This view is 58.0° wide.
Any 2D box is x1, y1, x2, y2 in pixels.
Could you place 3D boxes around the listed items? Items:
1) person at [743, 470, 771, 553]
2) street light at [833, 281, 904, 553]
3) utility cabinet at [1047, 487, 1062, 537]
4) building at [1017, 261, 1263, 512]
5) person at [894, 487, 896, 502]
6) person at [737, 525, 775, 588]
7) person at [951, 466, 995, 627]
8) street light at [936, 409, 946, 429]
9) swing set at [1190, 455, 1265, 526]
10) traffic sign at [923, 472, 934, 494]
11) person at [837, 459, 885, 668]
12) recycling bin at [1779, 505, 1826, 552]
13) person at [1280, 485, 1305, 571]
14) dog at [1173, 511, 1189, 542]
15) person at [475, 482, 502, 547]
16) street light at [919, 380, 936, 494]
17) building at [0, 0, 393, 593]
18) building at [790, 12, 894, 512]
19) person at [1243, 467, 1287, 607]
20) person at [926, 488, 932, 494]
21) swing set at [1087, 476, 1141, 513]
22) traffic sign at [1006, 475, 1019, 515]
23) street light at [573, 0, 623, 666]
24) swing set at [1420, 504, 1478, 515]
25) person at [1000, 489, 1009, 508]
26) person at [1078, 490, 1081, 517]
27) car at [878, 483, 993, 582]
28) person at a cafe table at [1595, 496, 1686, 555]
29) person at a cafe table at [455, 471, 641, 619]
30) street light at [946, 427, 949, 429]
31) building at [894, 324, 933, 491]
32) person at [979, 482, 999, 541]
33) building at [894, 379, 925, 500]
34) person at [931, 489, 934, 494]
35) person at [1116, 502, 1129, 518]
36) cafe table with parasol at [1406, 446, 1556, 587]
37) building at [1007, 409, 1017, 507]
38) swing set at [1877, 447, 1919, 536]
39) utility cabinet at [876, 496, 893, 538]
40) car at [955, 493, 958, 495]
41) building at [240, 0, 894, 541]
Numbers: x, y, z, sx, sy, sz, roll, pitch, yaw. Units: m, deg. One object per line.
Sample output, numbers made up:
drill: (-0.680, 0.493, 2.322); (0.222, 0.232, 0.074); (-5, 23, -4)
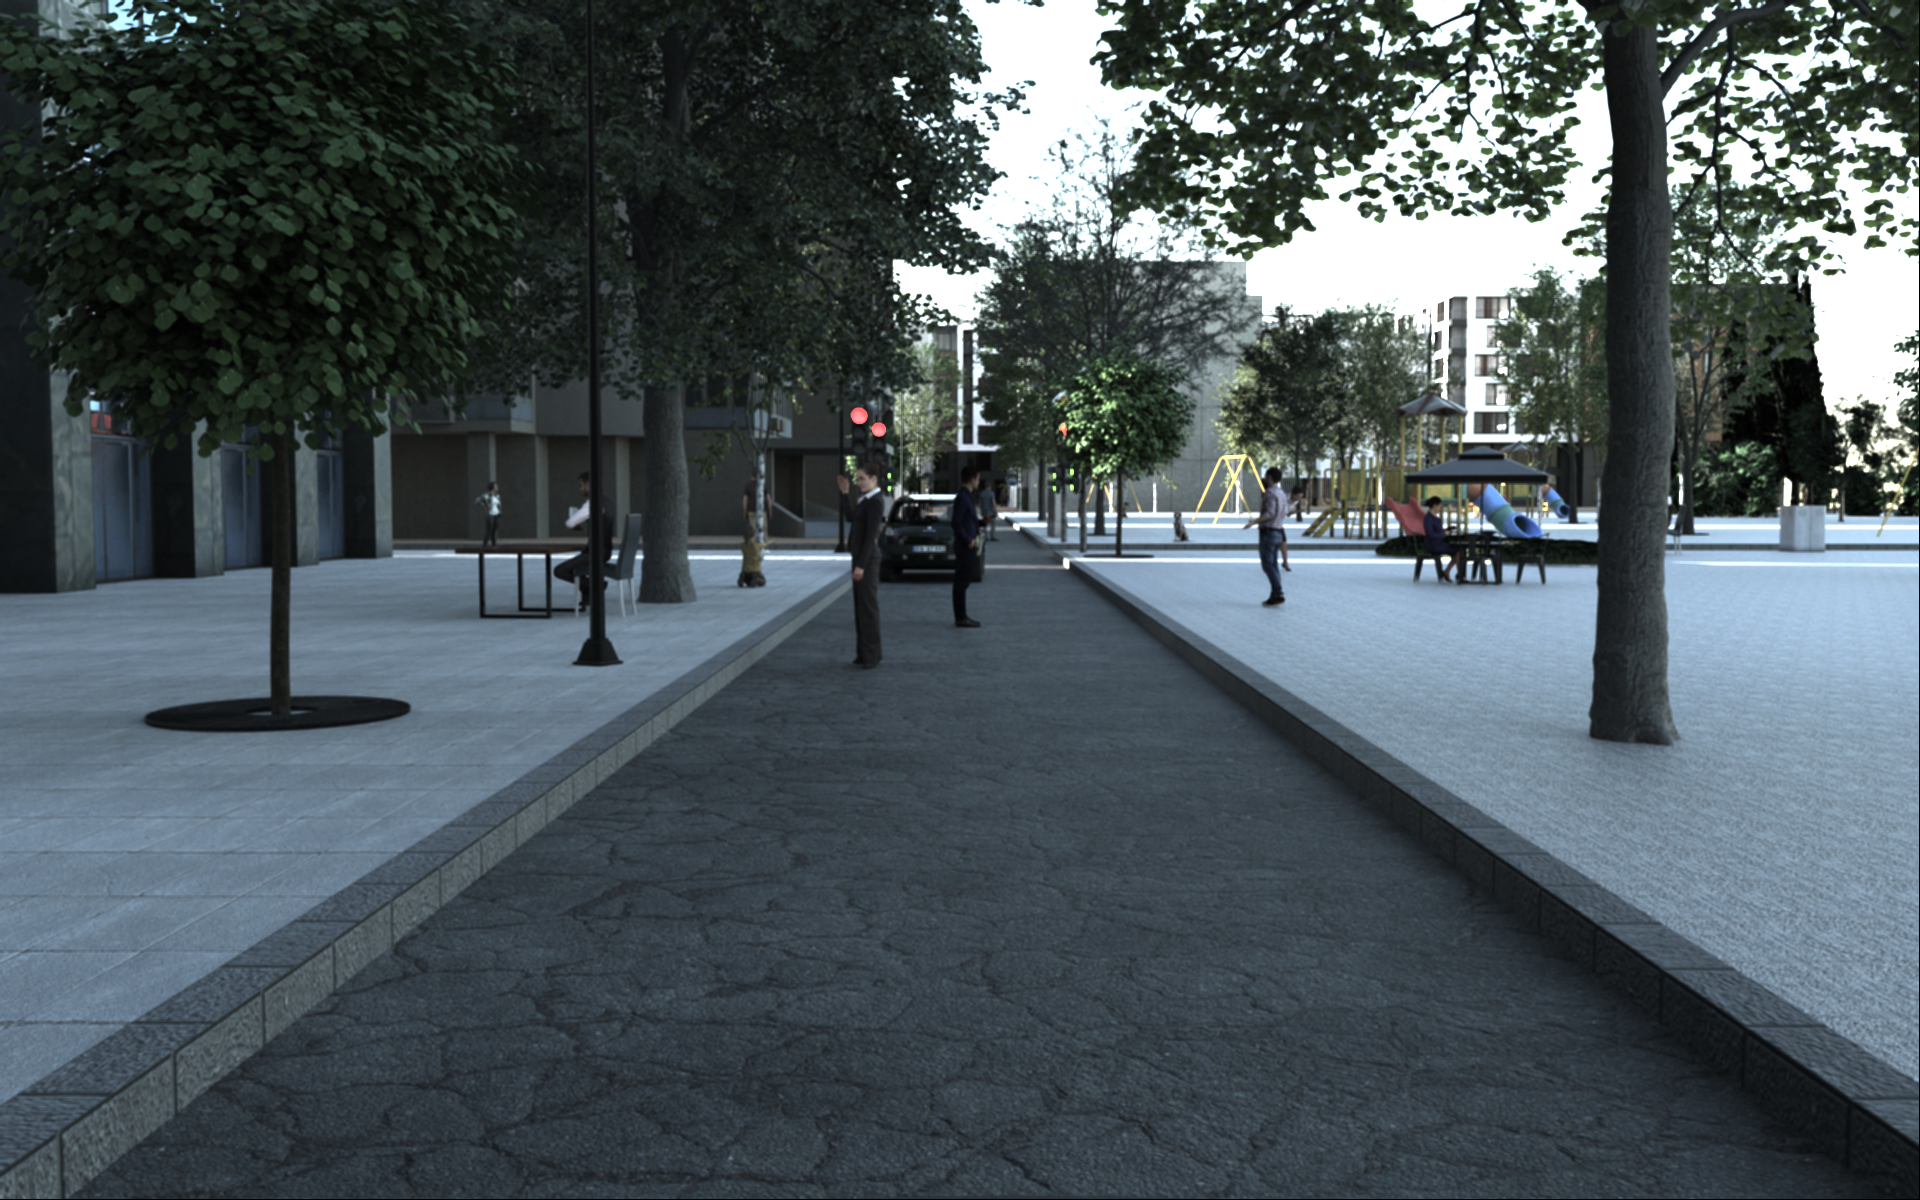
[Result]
person: (-4.383, -1.919, 37.550); (0.598, 1.807, 0.434); (0, 4, 4)
street light: (-2.052, -3.990, 37.777); (1.470, 5.913, 1.316); (0, 4, 0)
utility cabinet: (2.852, -2.636, 51.777); (0.318, 1.500, 1.173); (0, 4, -7)
building: (13.411, -16.728, 139.962); (16.747, 18.905, 31.486); (0, 4, 0)
person: (-4.386, -6.481, 112.735); (0.376, 1.734, 0.841); (1, 4, 19)
person: (-2.840, -0.614, 24.007); (0.347, 0.859, 0.695); (1, 4, 16)
person: (0.124, -0.585, 18.774); (0.504, 1.737, 0.576); (0, 4, -7)
street light: (-1.677, -7.495, 95.078); (1.470, 5.913, 1.316); (0, 4, 0)
swing set: (11.362, -4.510, 71.353); (2.862, 2.851, 3.119); (-1, 4, -11)
traffic sign: (-1.877, -6.146, 100.589); (0.768, 2.556, 0.104); (0, 4, 5)
person: (-0.886, -0.320, 14.543); (0.445, 1.727, 0.742); (-3, 5, -44)
recycling bin: (18.844, -1.601, 38.731); (0.722, 1.027, 0.722); (0, 4, 1)
person: (5.400, -1.200, 28.849); (0.799, 1.438, 0.628); (1, 4, 19)
dog: (6.072, -1.978, 46.724); (0.800, 0.831, 0.513); (-1, 4, -13)
person: (-11.615, -2.061, 42.915); (0.376, 1.734, 0.841); (2, 4, 32)
street light: (-1.813, -5.991, 70.490); (1.470, 5.913, 1.316); (0, 4, 0)
building: (-27.143, -43.363, 21.655); (31.000, 86.520, 22.319); (0, 4, 0)
building: (-14.504, -28.406, 88.137); (21.300, 48.544, 21.600); (0, 4, 0)
person: (3.532, -0.718, 19.746); (0.435, 1.587, 0.963); (1, 4, 22)
person: (-2.296, -7.224, 124.178); (1.348, 1.821, 0.705); (-2, 4, -35)
swing set: (10.528, -7.412, 118.803); (2.862, 2.851, 3.119); (3, 5, 45)
traffic sign: (3.270, -6.581, 107.703); (0.768, 2.556, 0.104); (0, 4, 6)
street light: (-2.190, -2.467, 12.878); (1.470, 5.913, 1.316); (0, 4, 0)
swing set: (29.978, -6.619, 105.848); (3.119, 2.851, 2.862); (2, 4, 32)
person: (4.214, -9.656, 164.475); (0.990, 1.755, 0.434); (-1, 4, -19)
person: (6.458, -5.103, 91.951); (0.387, 1.526, 0.523); (-1, 4, -10)
car: (-0.441, -1.214, 29.642); (2.009, 1.686, 4.222); (0, 4, 1)
person at a cafe table: (14.521, -1.731, 36.809); (1.622, 1.524, 1.698); (1, 4, 9)
person at a cafe table: (-4.212, -0.600, 18.325); (1.622, 1.524, 1.698); (0, 4, 8)
street light: (-1.491, -9.013, 119.895); (1.470, 5.913, 1.316); (0, 4, 0)
building: (-18.855, -19.690, 188.394); (31.486, 18.905, 16.747); (0, 4, 0)
person: (0.892, -2.705, 52.860); (0.598, 1.807, 0.434); (3, 5, 44)
building: (-7.884, -11.843, 135.784); (9.099, 9.664, 28.070); (0, 4, 0)
person: (-2.753, -9.405, 160.267); (0.683, 1.767, 0.568); (-3, 5, -41)
person: (8.619, -4.781, 92.136); (0.695, 0.859, 0.347); (1, 4, 9)
cafe table with parasol: (7.474, -1.220, 24.811); (2.610, 1.966, 2.610); (-1, 4, -12)
building: (9.385, -13.959, 170.368); (9.099, 9.664, 28.070); (0, 4, 0)
swing set: (29.408, -3.288, 51.380); (2.862, 2.851, 3.119); (0, 4, -7)
utility cabinet: (-2.214, -2.389, 50.219); (0.306, 1.237, 1.020); (-1, 4, -17)
car: (0.200, -8.017, 140.672); (1.945, 1.707, 3.694); (0, 4, -1)
building: (-18.598, -22.373, 57.679); (32.217, 40.220, 23.993); (0, 4, 0)
